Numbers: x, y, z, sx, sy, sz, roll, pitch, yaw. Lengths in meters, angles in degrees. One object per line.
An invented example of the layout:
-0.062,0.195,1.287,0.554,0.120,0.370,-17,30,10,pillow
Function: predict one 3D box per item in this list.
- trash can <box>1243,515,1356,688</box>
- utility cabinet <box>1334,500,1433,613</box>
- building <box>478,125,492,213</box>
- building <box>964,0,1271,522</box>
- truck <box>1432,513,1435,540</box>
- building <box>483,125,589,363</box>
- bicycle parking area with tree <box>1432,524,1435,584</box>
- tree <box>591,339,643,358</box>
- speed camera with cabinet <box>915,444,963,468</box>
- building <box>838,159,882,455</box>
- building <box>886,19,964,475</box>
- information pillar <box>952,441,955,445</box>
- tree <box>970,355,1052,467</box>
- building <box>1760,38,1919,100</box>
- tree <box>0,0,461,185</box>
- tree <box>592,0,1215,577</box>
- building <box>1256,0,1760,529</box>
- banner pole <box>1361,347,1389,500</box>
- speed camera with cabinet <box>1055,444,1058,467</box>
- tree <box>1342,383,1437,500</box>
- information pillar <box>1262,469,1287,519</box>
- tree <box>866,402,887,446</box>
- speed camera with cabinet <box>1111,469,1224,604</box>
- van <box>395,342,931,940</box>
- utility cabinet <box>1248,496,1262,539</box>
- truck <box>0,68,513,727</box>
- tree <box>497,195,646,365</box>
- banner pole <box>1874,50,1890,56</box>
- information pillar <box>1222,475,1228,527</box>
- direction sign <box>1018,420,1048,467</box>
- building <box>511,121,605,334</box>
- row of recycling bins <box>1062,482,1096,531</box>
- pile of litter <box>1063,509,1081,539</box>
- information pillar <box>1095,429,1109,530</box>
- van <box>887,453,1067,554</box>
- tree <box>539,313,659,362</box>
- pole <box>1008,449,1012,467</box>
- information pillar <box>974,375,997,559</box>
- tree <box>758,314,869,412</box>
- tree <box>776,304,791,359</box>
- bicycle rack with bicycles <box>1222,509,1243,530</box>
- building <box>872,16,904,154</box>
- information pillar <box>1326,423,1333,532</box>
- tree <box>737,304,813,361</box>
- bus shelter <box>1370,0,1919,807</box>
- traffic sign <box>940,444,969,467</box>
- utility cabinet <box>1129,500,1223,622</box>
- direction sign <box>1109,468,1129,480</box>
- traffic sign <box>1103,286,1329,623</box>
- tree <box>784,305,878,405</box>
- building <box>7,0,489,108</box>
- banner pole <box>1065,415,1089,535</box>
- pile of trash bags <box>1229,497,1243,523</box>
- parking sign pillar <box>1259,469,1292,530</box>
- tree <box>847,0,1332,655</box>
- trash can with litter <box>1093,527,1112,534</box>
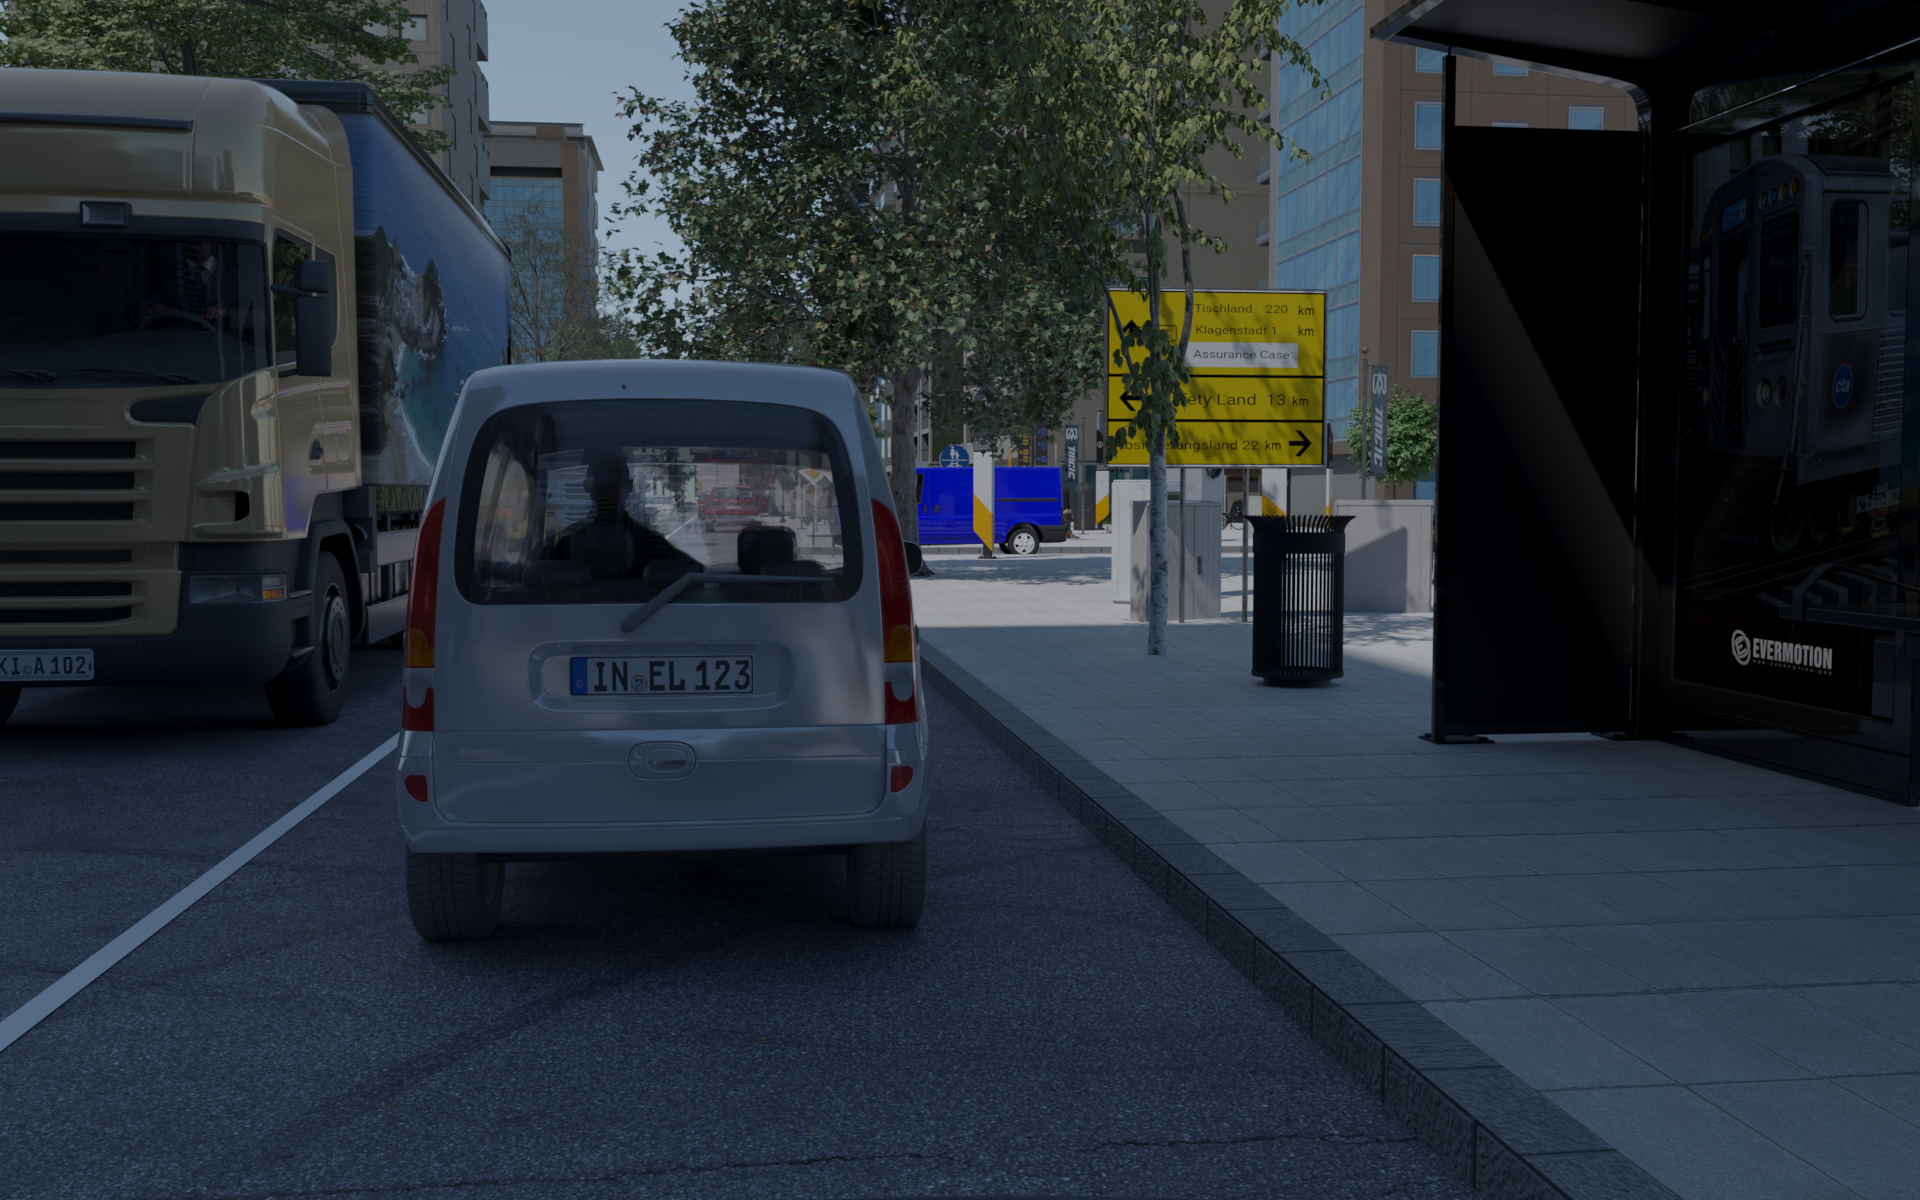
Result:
2.274,0.000,11.649,0.748,1.137,0.748,0,3,0,trash can
4.600,-0.471,18.868,1.020,1.237,0.306,0,4,7,utility cabinet
-54.774,-28.078,150.952,32.217,40.220,23.993,0,4,-8,building
12.174,-28.463,89.070,21.300,48.544,21.600,0,4,-8,building
18.967,-3.178,41.718,18.799,4.110,2.967,0,4,-8,truck
-53.386,-34.498,214.157,14.600,45.320,14.200,0,4,-8,building
10.132,-2.221,23.322,8.231,4.147,9.016,0,4,7,bicycle parking area with tree
-25.550,-13.850,133.101,9.857,13.997,8.962,0,3,0,tree
-0.828,-3.154,45.912,0.660,3.252,2.038,-3,5,-40,speed camera with cabinet
-8.824,-35.208,225.753,14.600,45.320,14.200,0,4,-8,building
4.895,-43.067,142.405,20.563,71.187,20.611,0,4,-8,building
-0.141,-5.162,75.758,0.504,3.616,0.183,0,4,-4,information pillar
2.400,-7.047,65.578,4.360,8.622,3.978,0,3,0,tree
42.126,-25.496,66.964,14.200,45.320,14.600,0,4,-8,building
-10.933,-6.514,24.628,7.486,12.596,7.792,0,3,0,tree
-0.859,-6.716,26.817,9.611,12.733,9.660,0,3,0,tree
20.065,-25.337,64.378,14.200,45.320,14.600,0,4,-8,building
7.073,-2.426,29.684,0.863,3.779,0.401,-3,4,-38,banner pole
3.445,-4.595,69.470,0.660,3.252,2.038,-1,4,-17,speed camera with cabinet
12.962,-4.134,51.310,4.285,4.588,4.351,0,3,0,tree
6.114,-2.583,33.580,0.504,3.616,0.183,1,4,15,information pillar
-3.754,-4.129,51.222,4.285,4.588,4.351,0,3,0,tree
2.537,-1.624,20.892,0.660,3.252,2.038,2,4,32,speed camera with cabinet
-1.098,0.001,7.003,2.013,2.044,4.112,0,4,-7,van
8.637,-2.328,49.232,0.306,1.237,1.020,-2,4,-34,utility cabinet
-5.509,-1.530,13.934,2.839,4.237,11.283,0,4,-8,truck
-17.439,-9.899,72.226,12.009,13.543,11.850,0,3,0,tree
4.786,-1.161,8.997,0.401,3.779,0.863,3,4,39,banner pole
10.348,-3.895,68.182,0.304,2.012,0.304,2,4,27,information pillar
1.974,-3.368,47.056,0.876,3.537,0.379,2,4,28,direction sign
-66.046,-40.295,248.063,28.713,52.752,27.495,0,4,-8,building
3.171,-3.333,61.601,3.534,1.692,1.069,2,4,26,row of recycling bins
2.852,-2.222,50.301,1.176,0.858,1.719,-1,4,-14,pile of litter
5.117,-4.337,62.270,0.504,3.616,0.183,2,4,25,information pillar
-0.302,-2.111,38.891,5.245,2.365,2.240,0,4,-6,van
-20.582,-10.509,97.582,9.928,11.665,9.643,0,3,0,tree
2.264,-5.181,78.559,0.158,3.312,0.155,0,3,0,pole
0.483,-2.620,34.187,0.504,3.616,0.183,3,5,41,information pillar
-7.959,-9.235,85.407,7.601,10.594,8.767,-1,4,-18,tree
-17.948,-18.719,161.944,12.611,20.169,13.585,0,3,0,tree
8.921,-3.007,62.545,2.925,0.926,2.852,1,4,18,bicycle rack with bicycles
2.938,-33.606,169.059,23.786,49.044,30.456,0,4,-8,building
12.161,-4.015,57.007,0.183,3.616,0.504,2,4,26,information pillar
-11.546,-12.388,109.198,9.857,13.997,8.962,0,3,0,tree
3.340,-0.896,5.925,1.731,3.624,6.357,0,4,-8,bus shelter
-0.141,-2.713,44.464,0.768,2.556,0.104,0,3,0,traffic sign
2.213,-0.398,17.675,1.020,1.237,0.306,-2,4,-35,utility cabinet
5.703,-4.335,62.882,0.876,3.537,0.379,1,4,9,direction sign
2.529,-1.425,17.170,2.265,3.308,0.079,0,4,-7,traffic sign
-4.724,-6.540,57.288,4.360,8.622,3.978,0,3,0,tree
-49.207,-32.790,125.359,28.713,52.752,27.495,0,4,-8,building
3.690,-3.970,54.934,0.863,3.779,0.401,-1,4,-16,banner pole
11.291,-4.150,77.606,3.447,1.369,1.912,1,4,22,pile of trash bags
11.341,-4.514,62.271,1.447,3.967,1.447,-3,5,-42,parking sign pillar
1.352,-3.866,13.564,4.737,8.622,4.395,0,3,0,tree
5.541,-2.737,55.805,2.233,1.210,1.678,2,4,35,trash can with litter
